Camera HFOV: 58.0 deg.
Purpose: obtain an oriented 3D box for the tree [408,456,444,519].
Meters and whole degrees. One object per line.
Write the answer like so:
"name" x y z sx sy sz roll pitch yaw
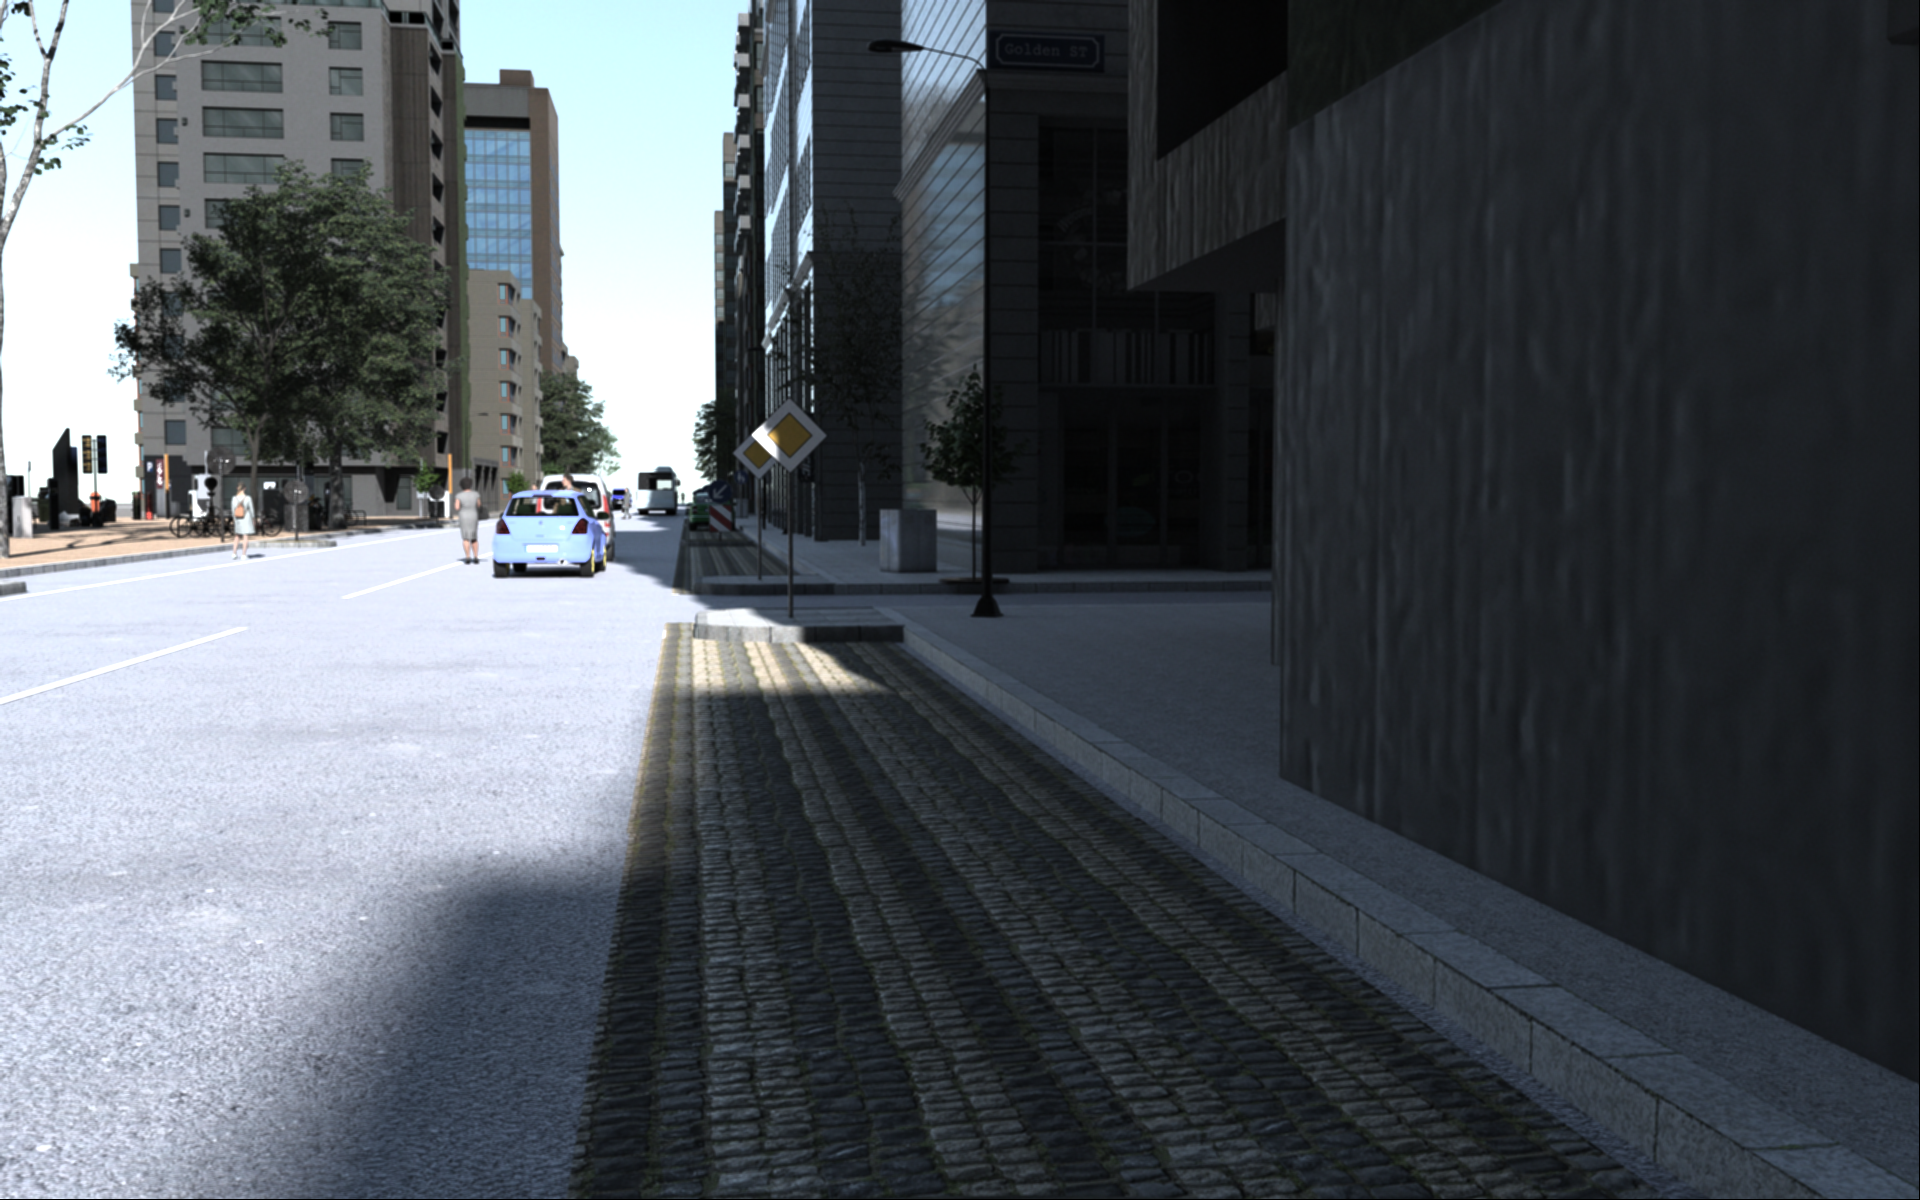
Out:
"tree" -27.087 -5.698 87.769 1.663 3.219 1.824 0 3 0

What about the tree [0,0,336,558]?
"tree" -19.476 -10.988 35.535 12.611 20.169 13.585 0 3 0

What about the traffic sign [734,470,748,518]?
"traffic sign" -11.498 -5.565 91.088 0.768 2.556 0.104 0 4 -1

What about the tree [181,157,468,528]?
"tree" -23.474 -9.656 64.530 9.857 13.997 8.962 0 3 0

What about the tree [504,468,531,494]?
"tree" -33.016 -8.297 130.263 1.663 3.219 1.824 0 3 0

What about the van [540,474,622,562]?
"van" -8.433 -1.895 37.992 2.013 2.044 4.112 -1 4 -11

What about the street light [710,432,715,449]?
"street light" -17.758 -9.597 129.451 1.470 5.913 1.316 -1 4 -9

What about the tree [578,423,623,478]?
"tree" -53.633 -20.186 255.797 9.928 11.665 9.643 0 3 0

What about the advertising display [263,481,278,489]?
"advertising display" -35.187 -5.090 88.438 0.974 1.923 0.123 2 4 30

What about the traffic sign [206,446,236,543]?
"traffic sign" -19.534 -2.795 45.808 0.768 2.556 0.104 0 4 -4

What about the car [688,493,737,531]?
"car" -9.801 -3.655 68.554 1.959 1.807 4.718 0 4 -8

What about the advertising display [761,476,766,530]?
"advertising display" -7.150 -3.540 63.089 0.123 1.923 0.974 -1 4 -10

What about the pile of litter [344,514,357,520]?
"pile of litter" -30.500 -4.354 85.160 1.719 0.858 1.176 -1 4 -22

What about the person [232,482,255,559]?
"person" -15.792 -1.749 38.105 0.512 1.701 0.522 -1 4 -9

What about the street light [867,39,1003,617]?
"street light" -0.252 -2.776 17.928 1.470 5.913 1.316 -1 4 -9

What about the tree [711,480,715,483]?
"tree" -30.963 -13.626 217.390 1.663 3.219 1.824 0 3 0

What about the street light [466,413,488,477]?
"street light" -27.791 -7.768 99.553 1.470 5.913 1.316 -1 4 -9

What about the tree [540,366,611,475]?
"tree" -39.975 -16.277 172.777 9.857 13.997 8.962 0 3 0

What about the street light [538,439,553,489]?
"street light" -34.787 -10.568 145.328 1.470 5.913 1.316 -1 4 -9

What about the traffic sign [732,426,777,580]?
"traffic sign" -2.999 -1.358 25.848 0.795 2.450 0.064 -1 4 -9

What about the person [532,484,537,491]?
"person" -15.499 -3.340 63.201 0.635 1.810 0.391 2 4 32

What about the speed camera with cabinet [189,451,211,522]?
"speed camera with cabinet" -35.082 -5.232 79.880 0.660 3.252 2.038 -2 4 -35

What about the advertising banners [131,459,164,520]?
"advertising banners" -40.164 -5.474 85.681 2.074 3.025 0.090 1 4 18

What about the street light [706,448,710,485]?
"street light" -24.942 -12.385 175.030 1.470 5.913 1.316 -1 4 -9

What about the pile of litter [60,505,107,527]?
"pile of litter" -34.744 -3.341 68.587 1.719 0.858 1.176 -2 4 -26

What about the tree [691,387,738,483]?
"tree" -24.979 -16.229 183.473 7.486 12.596 7.792 0 3 0

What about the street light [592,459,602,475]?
"street light" -47.677 -15.590 227.429 1.470 5.913 1.316 -1 4 -9

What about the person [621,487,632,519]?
"person" -19.142 -5.546 99.279 0.767 1.812 0.694 -2 4 -33

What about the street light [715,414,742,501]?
"street light" -13.238 -7.812 100.274 1.470 5.913 1.316 -1 4 -9

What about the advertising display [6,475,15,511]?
"advertising display" -32.223 -3.242 58.225 0.974 1.923 0.123 1 4 10

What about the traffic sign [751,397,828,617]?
"traffic sign" -1.764 -0.876 17.959 0.795 2.450 0.064 -1 4 -9

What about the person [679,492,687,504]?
"person" -38.265 -14.076 239.353 1.217 1.735 0.721 0 4 8

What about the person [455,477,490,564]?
"person" -10.018 -1.631 35.520 0.716 1.782 0.532 -2 4 -30

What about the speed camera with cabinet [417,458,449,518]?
"speed camera with cabinet" -28.597 -6.097 94.018 2.038 3.252 0.660 2 4 34

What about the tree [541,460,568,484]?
"tree" -38.832 -11.116 165.464 4.285 4.588 4.351 0 3 0

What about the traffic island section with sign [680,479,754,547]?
"traffic island section with sign" -6.744 -2.398 47.843 1.989 1.847 2.006 -1 4 -9

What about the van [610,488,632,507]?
"van" -36.188 -11.061 185.225 2.240 2.365 5.245 0 4 -7

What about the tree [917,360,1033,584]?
"tree" 0.317 -1.867 25.126 1.663 3.219 1.824 0 3 0

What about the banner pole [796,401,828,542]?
"banner pole" -3.996 -3.472 46.784 0.863 3.779 0.401 0 4 -4

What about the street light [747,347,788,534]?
"street light" -6.044 -5.041 54.963 1.470 5.913 1.316 -1 4 -9

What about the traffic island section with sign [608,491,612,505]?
"traffic island section with sign" -46.855 -13.613 231.195 1.989 1.847 2.006 -1 4 -9

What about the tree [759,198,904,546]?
"tree" -2.562 -5.645 42.655 4.360 8.622 3.978 0 3 0

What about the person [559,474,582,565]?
"person" -7.994 -1.642 35.251 0.656 1.842 0.836 -2 4 -32

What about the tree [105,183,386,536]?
"tree" -21.798 -7.247 52.905 8.767 10.594 7.601 -1 4 -13

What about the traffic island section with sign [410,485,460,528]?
"traffic island section with sign" -22.156 -3.962 73.408 1.989 1.847 2.006 -1 4 -9

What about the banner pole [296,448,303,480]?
"banner pole" -33.764 -6.029 88.591 0.401 3.779 0.863 0 4 7

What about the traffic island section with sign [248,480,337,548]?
"traffic island section with sign" -17.982 -2.333 46.777 1.989 1.847 2.006 -1 4 -9

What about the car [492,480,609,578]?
"car" -7.287 -1.308 30.970 1.945 1.707 3.694 0 4 -7
